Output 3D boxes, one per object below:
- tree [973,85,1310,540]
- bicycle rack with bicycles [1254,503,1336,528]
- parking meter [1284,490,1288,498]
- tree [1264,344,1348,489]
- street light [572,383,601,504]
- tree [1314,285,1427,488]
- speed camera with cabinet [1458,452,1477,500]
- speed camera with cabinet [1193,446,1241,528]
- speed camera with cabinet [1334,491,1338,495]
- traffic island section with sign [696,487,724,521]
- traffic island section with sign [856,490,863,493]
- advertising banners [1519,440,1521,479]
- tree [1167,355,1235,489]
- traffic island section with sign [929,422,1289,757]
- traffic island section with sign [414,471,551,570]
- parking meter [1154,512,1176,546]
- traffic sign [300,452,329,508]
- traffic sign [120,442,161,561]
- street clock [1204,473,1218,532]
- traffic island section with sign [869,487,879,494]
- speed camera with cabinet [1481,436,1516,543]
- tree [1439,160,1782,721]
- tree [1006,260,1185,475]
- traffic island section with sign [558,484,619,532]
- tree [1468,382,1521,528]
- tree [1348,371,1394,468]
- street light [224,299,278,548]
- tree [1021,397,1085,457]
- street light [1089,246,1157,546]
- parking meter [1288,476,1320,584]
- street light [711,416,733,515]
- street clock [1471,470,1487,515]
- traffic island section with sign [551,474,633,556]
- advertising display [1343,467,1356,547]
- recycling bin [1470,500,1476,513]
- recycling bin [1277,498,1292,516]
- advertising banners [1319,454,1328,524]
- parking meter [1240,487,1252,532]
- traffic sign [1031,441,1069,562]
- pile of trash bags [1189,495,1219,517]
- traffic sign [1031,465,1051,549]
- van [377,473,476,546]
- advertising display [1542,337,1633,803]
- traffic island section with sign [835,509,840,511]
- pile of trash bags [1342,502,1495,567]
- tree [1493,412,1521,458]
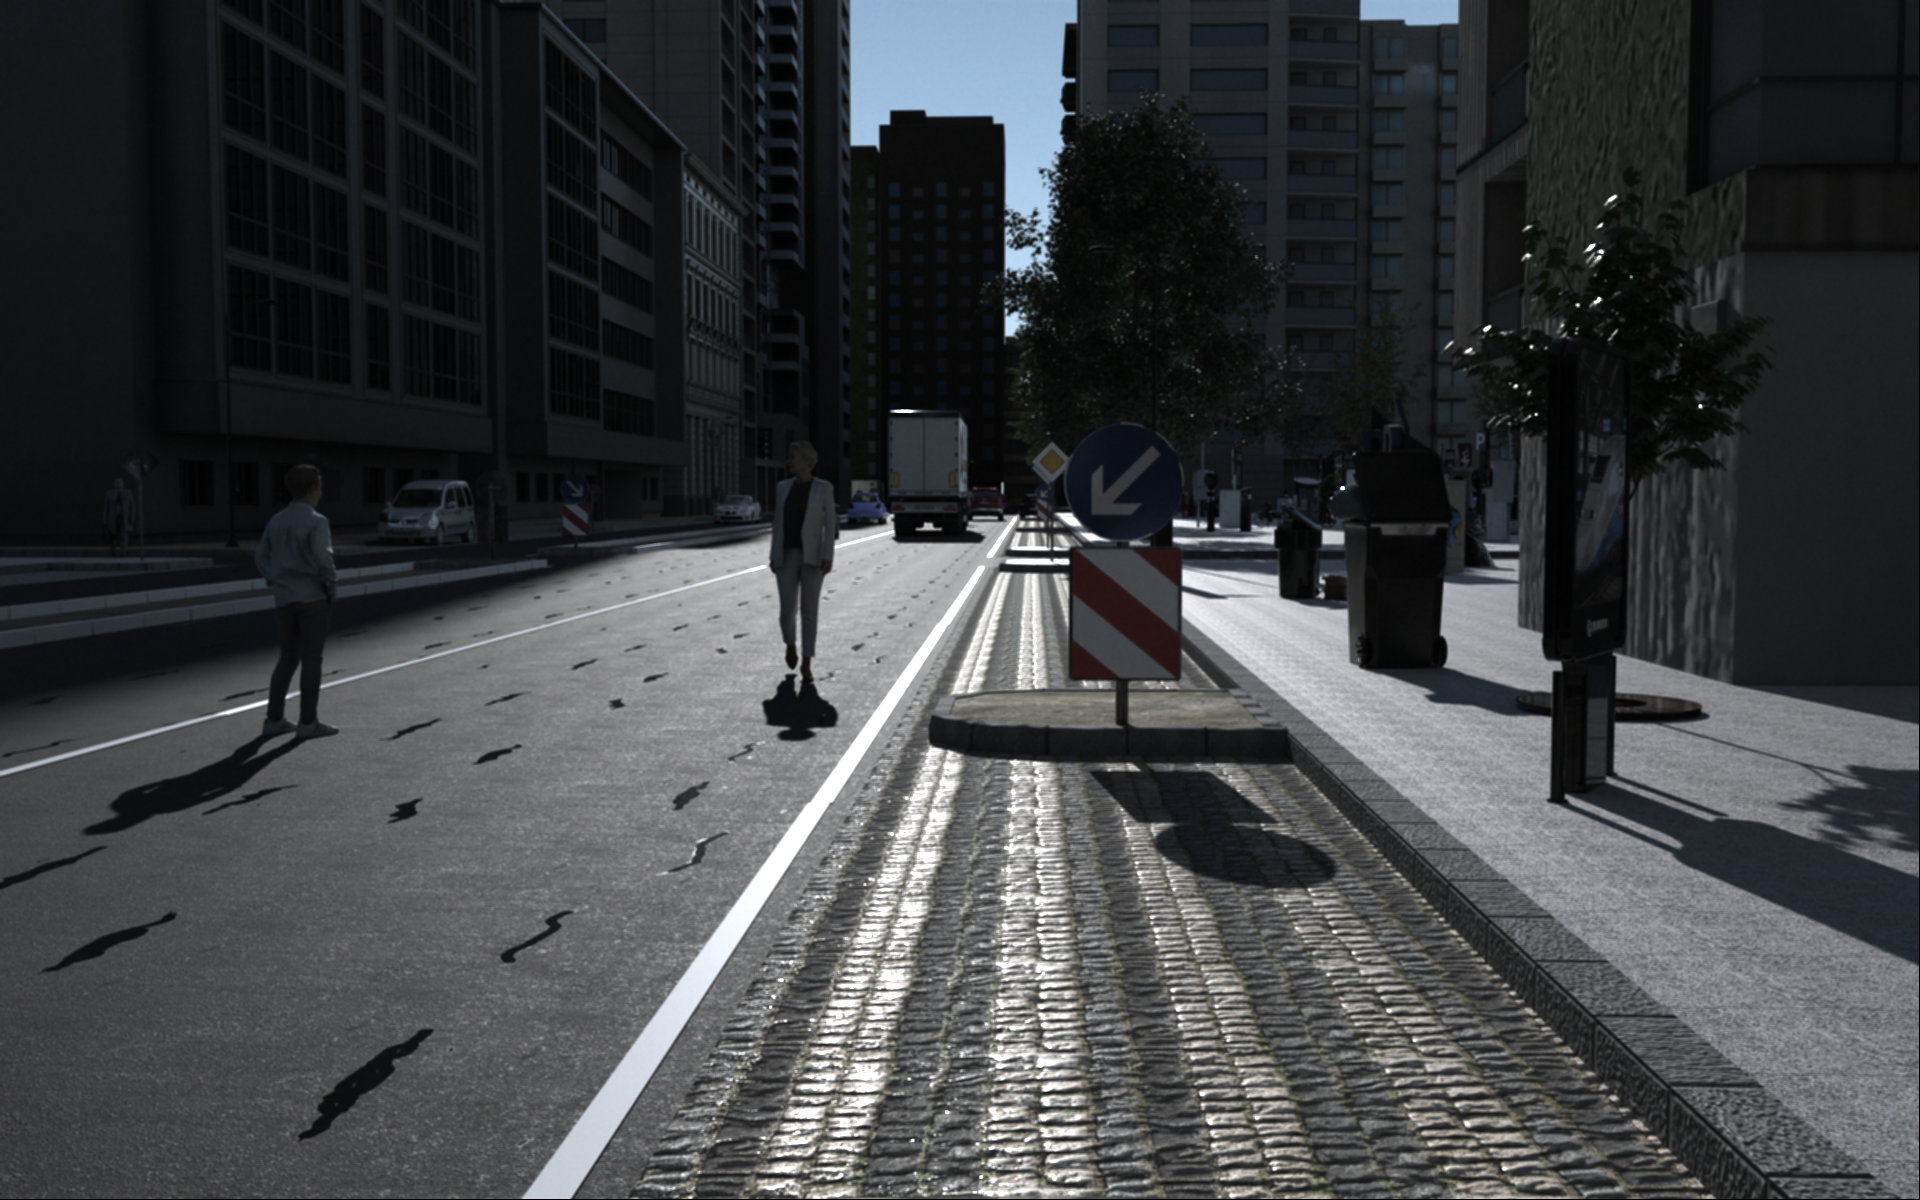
[{"bbox_3d":[5.091,-8.083,49.172,9.611,12.733,9.660,0,3,0],"label":"tree"},{"bbox_3d":[13.138,-3.256,66.624,2.925,0.926,2.852,3,4,37],"label":"bicycle rack with bicycles"},{"bbox_3d":[20.399,-6.103,108.202,0.372,1.533,0.369,0,3,0],"label":"parking meter"},{"bbox_3d":[16.466,-8.184,84.173,4.360,8.622,3.978,0,3,0],"label":"tree"},{"bbox_3d":[-15.709,-6.122,72.643,1.470,5.913,1.316,0,4,2],"label":"street light"},{"bbox_3d":[14.687,-6.828,61.995,4.737,8.622,4.395,0,3,0],"label":"tree"},{"bbox_3d":[24.196,-5.362,82.012,2.038,3.252,0.660,-1,4,-8],"label":"speed camera with cabinet"},{"bbox_3d":[10.033,-4.423,66.644,2.038,3.252,0.660,2,4,27],"label":"speed camera with cabinet"},{"bbox_3d":[21.390,-6.224,96.106,2.038,3.252,0.660,1,4,16],"label":"speed camera with cabinet"},{"bbox_3d":[-13.014,-5.165,93.082,1.989,1.847,2.006,0,4,2],"label":"traffic island section with sign"},{"bbox_3d":[-9.828,-9.874,170.064,1.989,1.847,2.006,0,4,2],"label":"traffic island section with sign"},{"bbox_3d":[10.690,-2.139,31.153,2.074,3.025,0.090,-2,4,-30],"label":"advertising banners"},{"bbox_3d":[11.602,-8.285,85.819,4.737,8.622,4.395,0,3,0],"label":"tree"},{"bbox_3d":[0.832,-0.106,10.354,1.989,1.847,2.006,0,4,2],"label":"traffic island section with sign"},{"bbox_3d":[-9.214,-1.546,33.413,2.006,1.907,1.989,0,4,2],"label":"traffic island section with sign"},{"bbox_3d":[2.917,-1.171,24.853,0.255,1.863,0.399,0,4,4],"label":"parking meter"},{"bbox_3d":[-15.465,-2.307,41.368,0.795,2.450,0.064,0,4,2],"label":"traffic sign"},{"bbox_3d":[-15.795,-1.819,33.389,0.795,2.450,0.064,0,4,2],"label":"traffic sign"},{"bbox_3d":[8.546,-3.325,58.941,0.358,2.002,0.471,-2,4,-35],"label":"street clock"},{"bbox_3d":[-5.798,-6.590,115.889,2.006,1.907,1.989,0,4,2],"label":"traffic island section with sign"},{"bbox_3d":[14.442,-3.192,46.519,0.660,3.252,2.038,1,4,9],"label":"speed camera with cabinet"},{"bbox_3d":[3.935,-0.947,10.086,1.663,3.219,1.824,0,3,0],"label":"tree"},{"bbox_3d":[5.973,-9.489,73.273,7.486,12.596,7.792,0,3,0],"label":"tree"},{"bbox_3d":[-14.132,-3.518,66.150,1.989,1.847,2.006,0,4,2],"label":"traffic island section with sign"},{"bbox_3d":[21.382,-7.075,66.040,4.737,8.622,4.395,0,3,0],"label":"tree"},{"bbox_3d":[23.076,-9.241,101.451,4.360,8.622,3.978,0,3,0],"label":"tree"},{"bbox_3d":[-16.939,-4.211,41.389,1.470,5.913,1.316,0,4,2],"label":"street light"},{"bbox_3d":[7.388,-10.819,111.295,7.601,10.594,8.767,0,4,0],"label":"tree"},{"bbox_3d":[3.109,-3.670,32.539,1.470,5.913,1.316,0,4,2],"label":"street light"},{"bbox_3d":[4.965,-1.003,24.814,0.372,1.533,0.369,0,3,0],"label":"parking meter"},{"bbox_3d":[-14.279,-8.023,103.719,1.470,5.913,1.316,0,4,2],"label":"street light"},{"bbox_3d":[15.326,-2.857,51.276,0.471,2.002,0.358,1,4,15],"label":"street clock"},{"bbox_3d":[-8.898,-1.999,40.814,2.006,1.907,1.989,0,4,2],"label":"traffic island section with sign"},{"bbox_3d":[9.797,-2.254,42.074,0.974,1.923,0.123,0,4,-2],"label":"advertising display"},{"bbox_3d":[21.776,-3.739,73.684,0.722,1.027,0.722,0,4,7],"label":"recycling bin"},{"bbox_3d":[19.261,-5.514,102.706,0.722,1.027,0.722,2,4,28],"label":"recycling bin"},{"bbox_3d":[15.670,-4.790,74.501,0.090,3.025,2.074,0,3,0],"label":"advertising banners"},{"bbox_3d":[9.810,-3.120,59.422,0.372,1.533,0.369,0,3,0],"label":"parking meter"},{"bbox_3d":[1.733,-1.774,32.646,0.795,2.450,0.064,0,4,2],"label":"traffic sign"},{"bbox_3d":[13.609,-5.343,97.103,1.912,1.369,3.447,-1,4,-10],"label":"pile of trash bags"},{"bbox_3d":[2.064,-2.262,40.624,0.795,2.450,0.064,0,4,2],"label":"traffic sign"},{"bbox_3d":[-15.067,-2.567,48.988,2.013,2.044,4.112,0,4,2],"label":"van"},{"bbox_3d":[2.729,-0.141,7.523,0.123,1.923,0.974,2,4,34],"label":"advertising display"},{"bbox_3d":[-10.955,-8.227,143.133,1.989,1.847,2.006,0,4,2],"label":"traffic island section with sign"},{"bbox_3d":[8.162,-1.340,31.669,1.912,1.369,3.447,-1,4,-21],"label":"pile of trash bags"},{"bbox_3d":[32.980,-9.205,100.858,4.360,8.622,3.978,0,3,0],"label":"tree"}]
